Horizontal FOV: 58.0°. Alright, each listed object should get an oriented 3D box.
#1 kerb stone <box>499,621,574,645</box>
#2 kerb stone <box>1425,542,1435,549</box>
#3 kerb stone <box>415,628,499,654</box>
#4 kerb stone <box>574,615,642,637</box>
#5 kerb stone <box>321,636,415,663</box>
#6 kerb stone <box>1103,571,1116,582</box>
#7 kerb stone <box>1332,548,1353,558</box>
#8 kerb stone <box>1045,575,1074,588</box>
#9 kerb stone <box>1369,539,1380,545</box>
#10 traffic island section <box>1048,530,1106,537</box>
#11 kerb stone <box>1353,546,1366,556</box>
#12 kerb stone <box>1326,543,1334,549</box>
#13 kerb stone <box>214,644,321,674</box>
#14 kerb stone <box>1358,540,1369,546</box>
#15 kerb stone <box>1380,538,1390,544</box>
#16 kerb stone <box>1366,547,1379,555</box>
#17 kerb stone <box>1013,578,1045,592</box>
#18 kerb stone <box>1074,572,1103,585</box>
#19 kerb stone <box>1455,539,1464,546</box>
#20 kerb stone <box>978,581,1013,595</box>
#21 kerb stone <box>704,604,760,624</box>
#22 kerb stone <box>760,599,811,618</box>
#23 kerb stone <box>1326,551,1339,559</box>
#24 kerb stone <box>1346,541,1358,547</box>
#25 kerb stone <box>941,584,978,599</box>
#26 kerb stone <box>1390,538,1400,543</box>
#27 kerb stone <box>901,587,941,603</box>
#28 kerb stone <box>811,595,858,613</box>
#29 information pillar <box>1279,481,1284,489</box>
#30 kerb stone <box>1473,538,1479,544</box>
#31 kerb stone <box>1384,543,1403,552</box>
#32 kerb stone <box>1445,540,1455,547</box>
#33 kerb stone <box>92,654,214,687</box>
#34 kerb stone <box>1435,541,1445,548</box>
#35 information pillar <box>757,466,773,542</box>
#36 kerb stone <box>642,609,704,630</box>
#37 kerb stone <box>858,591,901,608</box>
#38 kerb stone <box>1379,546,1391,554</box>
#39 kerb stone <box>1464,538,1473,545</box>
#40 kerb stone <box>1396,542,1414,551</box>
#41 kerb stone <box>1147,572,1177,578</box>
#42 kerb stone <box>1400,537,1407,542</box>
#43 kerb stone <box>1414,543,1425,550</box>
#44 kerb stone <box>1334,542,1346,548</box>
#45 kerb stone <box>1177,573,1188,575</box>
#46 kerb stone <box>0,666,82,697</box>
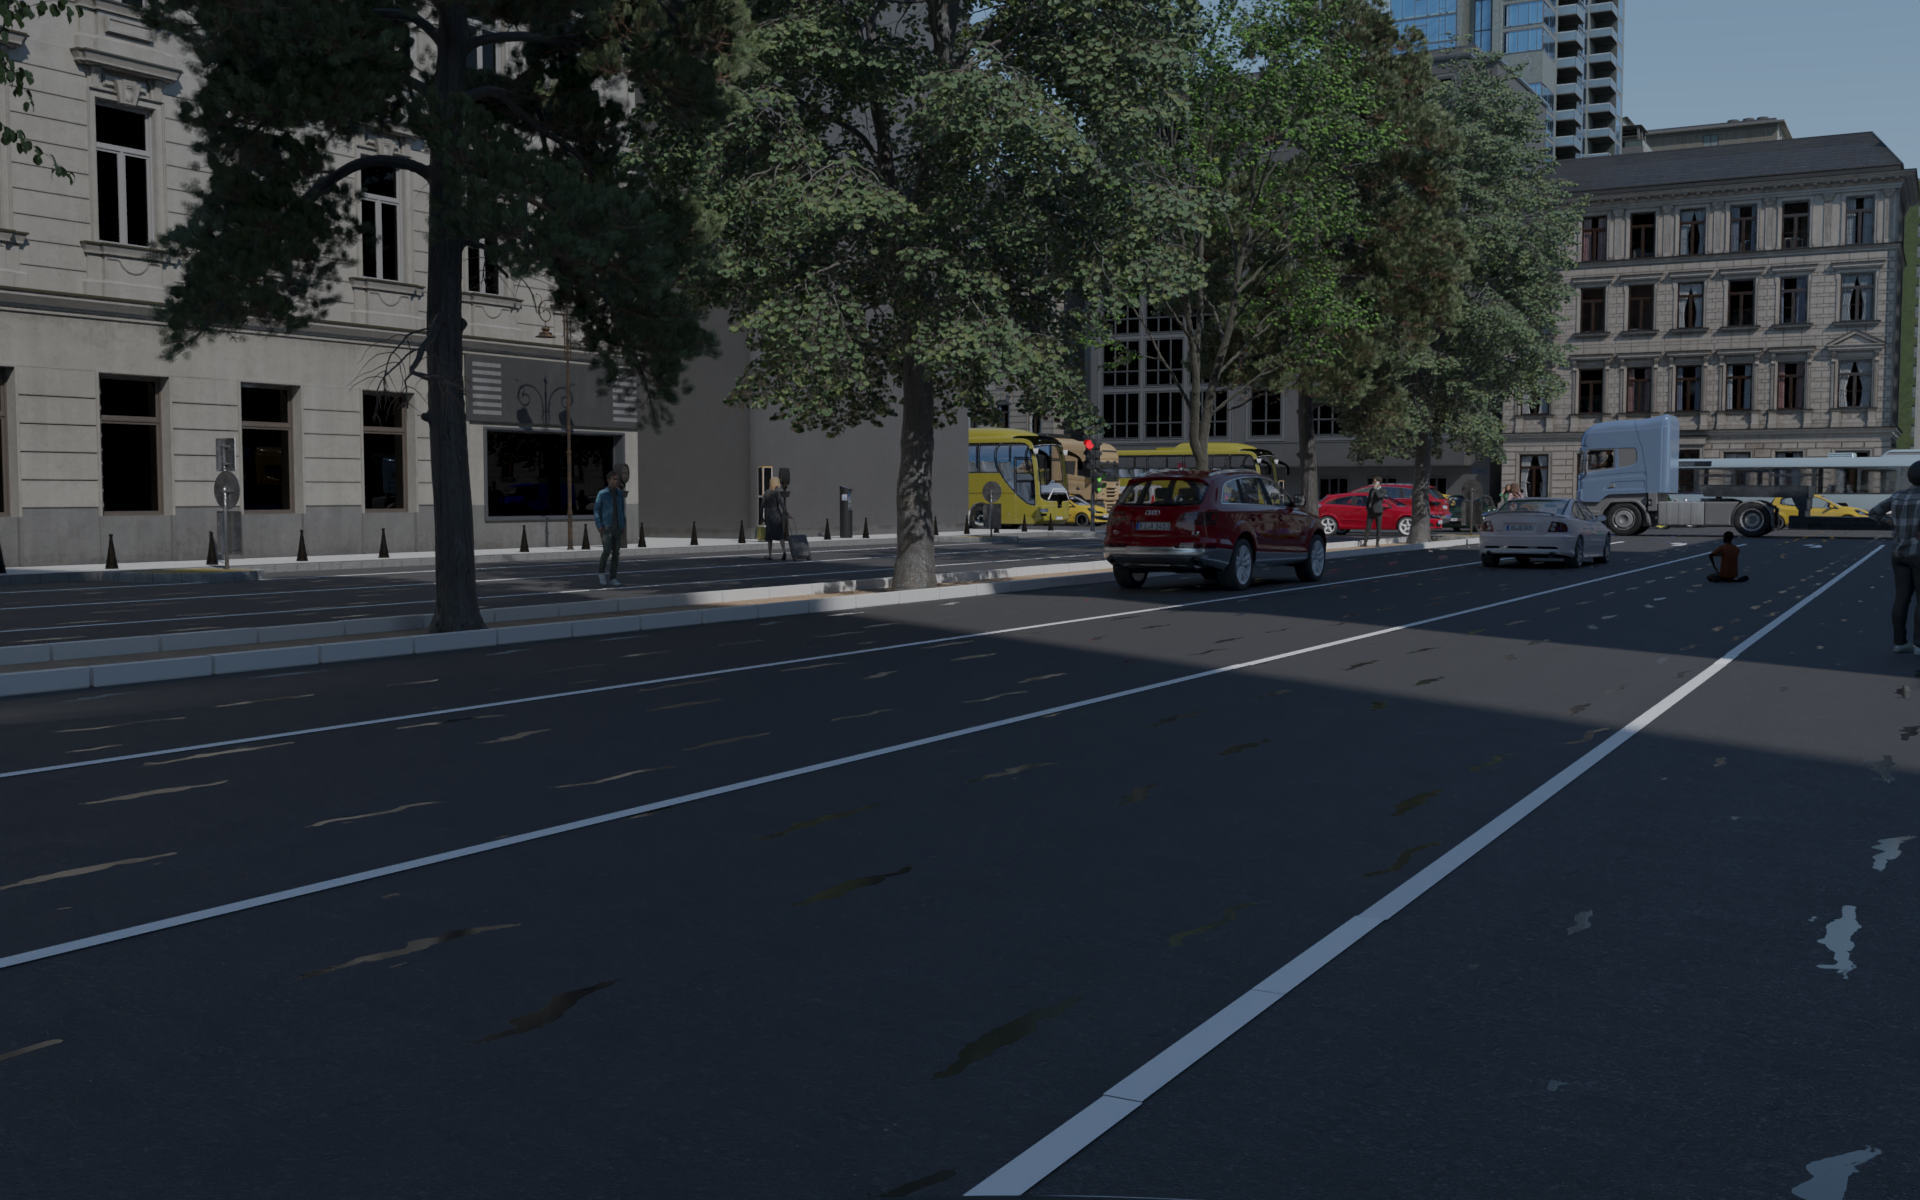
[{"bbox_3d":[-4.186,0.324,16.905,0.120,0.150,1.000,2,4,30],"label":"kerb stone"},{"bbox_3d":[12.223,-1.426,45.502,0.120,0.150,1.000,2,4,30],"label":"kerb stone"},{"bbox_3d":[-4.694,0.378,16.011,0.120,0.150,1.000,2,4,30],"label":"kerb stone"},{"bbox_3d":[-3.670,0.269,17.794,0.120,0.150,1.000,2,4,30],"label":"kerb stone"},{"bbox_3d":[-5.207,0.433,15.120,0.120,0.150,1.000,2,4,30],"label":"kerb stone"},{"bbox_3d":[2.483,-0.387,28.521,0.120,0.150,1.000,2,4,30],"label":"kerb stone"},{"bbox_3d":[8.646,-1.043,39.247,0.120,0.150,1.000,2,4,30],"label":"kerb stone"},{"bbox_3d":[1.450,-0.278,26.735,0.120,0.150,1.000,2,4,30],"label":"kerb stone"},{"bbox_3d":[11.439,-1.597,48.340,0.120,0.150,1.000,2,4,30],"label":"kerb stone"},{"bbox_3d":[4.544,-2.283,59.610,2.009,0.180,2.903,2,4,30],"label":"traffic island section"},{"bbox_3d":[9.155,-1.095,40.141,0.120,0.150,1.000,2,4,30],"label":"kerb stone"},{"bbox_3d":[9.388,-1.381,44.776,0.120,0.150,1.000,2,4,30],"label":"kerb stone"},{"bbox_3d":[-5.719,0.488,14.220,0.120,0.150,1.000,2,4,30],"label":"kerb stone"},{"bbox_3d":[10.933,-1.544,47.446,0.120,0.150,1.000,2,4,30],"label":"kerb stone"},{"bbox_3d":[11.949,-1.654,49.240,0.120,0.150,1.000,2,4,30],"label":"kerb stone"},{"bbox_3d":[9.664,-1.151,41.034,0.120,0.150,1.000,2,4,30],"label":"kerb stone"},{"bbox_3d":[0.947,-0.222,25.838,0.120,0.150,1.000,2,4,30],"label":"kerb stone"},{"bbox_3d":[1.976,-0.332,27.627,0.120,0.150,1.000,2,4,30],"label":"kerb stone"},{"bbox_3d":[13.763,-1.589,48.179,0.120,0.150,1.000,2,4,30],"label":"kerb stone"},{"bbox_3d":[0.435,-0.168,24.947,0.120,0.150,1.000,2,4,30],"label":"kerb stone"},{"bbox_3d":[-2.642,0.161,19.588,0.120,0.150,1.000,2,4,30],"label":"kerb stone"},{"bbox_3d":[-2.129,0.105,20.482,0.120,0.150,1.000,2,4,30],"label":"kerb stone"},{"bbox_3d":[8.132,-0.982,38.357,0.120,0.150,1.000,2,4,30],"label":"kerb stone"},{"bbox_3d":[10.416,-1.490,46.557,0.120,0.150,1.000,2,4,30],"label":"kerb stone"},{"bbox_3d":[-0.076,-0.113,24.047,0.120,0.150,1.000,2,4,30],"label":"kerb stone"},{"bbox_3d":[12.466,-1.709,50.132,0.120,0.150,1.000,2,4,30],"label":"kerb stone"},{"bbox_3d":[-0.588,-0.059,23.156,0.120,0.150,1.000,2,4,30],"label":"kerb stone"},{"bbox_3d":[-1.614,0.050,21.372,0.120,0.150,1.000,2,4,30],"label":"kerb stone"},{"bbox_3d":[17.413,-5.485,94.176,0.304,2.012,0.304,0,4,-6],"label":"information pillar"},{"bbox_3d":[14.793,-1.699,49.967,0.120,0.150,1.000,2,4,30],"label":"kerb stone"},{"bbox_3d":[10.686,-1.260,42.818,0.120,0.150,1.000,2,4,30],"label":"kerb stone"},{"bbox_3d":[13.257,-1.532,47.280,0.120,0.150,1.000,2,4,30],"label":"kerb stone"},{"bbox_3d":[-6.233,0.546,13.321,0.120,0.150,1.000,2,4,30],"label":"kerb stone"},{"bbox_3d":[12.739,-1.478,46.392,0.120,0.150,1.000,2,4,30],"label":"kerb stone"},{"bbox_3d":[-5.185,-2.545,46.102,0.304,2.012,0.304,-2,4,-34],"label":"information pillar"},{"bbox_3d":[-3.155,0.215,18.693,0.120,0.150,1.000,2,4,30],"label":"kerb stone"},{"bbox_3d":[-1.106,-0.004,22.266,0.120,0.150,1.000,2,4,30],"label":"kerb stone"},{"bbox_3d":[10.176,-1.206,41.925,0.120,0.150,1.000,2,4,30],"label":"kerb stone"},{"bbox_3d":[14.271,-1.644,49.072,0.120,0.150,1.000,2,4,30],"label":"kerb stone"},{"bbox_3d":[11.202,-1.316,43.707,0.120,0.150,1.000,2,4,30],"label":"kerb stone"},{"bbox_3d":[3.509,-0.496,30.304,0.120,0.150,1.000,2,4,30],"label":"kerb stone"},{"bbox_3d":[12.978,-1.763,51.024,0.120,0.150,1.000,2,4,30],"label":"kerb stone"},{"bbox_3d":[11.723,-1.371,44.603,0.120,0.150,1.000,2,4,30],"label":"kerb stone"},{"bbox_3d":[9.901,-1.436,45.667,0.120,0.150,1.000,2,4,30],"label":"kerb stone"},{"bbox_3d":[4.019,-0.551,31.197,0.120,0.150,1.000,2,4,30],"label":"kerb stone"},{"bbox_3d":[-6.752,0.597,12.427,0.120,0.150,1.000,2,4,30],"label":"kerb stone"}]
